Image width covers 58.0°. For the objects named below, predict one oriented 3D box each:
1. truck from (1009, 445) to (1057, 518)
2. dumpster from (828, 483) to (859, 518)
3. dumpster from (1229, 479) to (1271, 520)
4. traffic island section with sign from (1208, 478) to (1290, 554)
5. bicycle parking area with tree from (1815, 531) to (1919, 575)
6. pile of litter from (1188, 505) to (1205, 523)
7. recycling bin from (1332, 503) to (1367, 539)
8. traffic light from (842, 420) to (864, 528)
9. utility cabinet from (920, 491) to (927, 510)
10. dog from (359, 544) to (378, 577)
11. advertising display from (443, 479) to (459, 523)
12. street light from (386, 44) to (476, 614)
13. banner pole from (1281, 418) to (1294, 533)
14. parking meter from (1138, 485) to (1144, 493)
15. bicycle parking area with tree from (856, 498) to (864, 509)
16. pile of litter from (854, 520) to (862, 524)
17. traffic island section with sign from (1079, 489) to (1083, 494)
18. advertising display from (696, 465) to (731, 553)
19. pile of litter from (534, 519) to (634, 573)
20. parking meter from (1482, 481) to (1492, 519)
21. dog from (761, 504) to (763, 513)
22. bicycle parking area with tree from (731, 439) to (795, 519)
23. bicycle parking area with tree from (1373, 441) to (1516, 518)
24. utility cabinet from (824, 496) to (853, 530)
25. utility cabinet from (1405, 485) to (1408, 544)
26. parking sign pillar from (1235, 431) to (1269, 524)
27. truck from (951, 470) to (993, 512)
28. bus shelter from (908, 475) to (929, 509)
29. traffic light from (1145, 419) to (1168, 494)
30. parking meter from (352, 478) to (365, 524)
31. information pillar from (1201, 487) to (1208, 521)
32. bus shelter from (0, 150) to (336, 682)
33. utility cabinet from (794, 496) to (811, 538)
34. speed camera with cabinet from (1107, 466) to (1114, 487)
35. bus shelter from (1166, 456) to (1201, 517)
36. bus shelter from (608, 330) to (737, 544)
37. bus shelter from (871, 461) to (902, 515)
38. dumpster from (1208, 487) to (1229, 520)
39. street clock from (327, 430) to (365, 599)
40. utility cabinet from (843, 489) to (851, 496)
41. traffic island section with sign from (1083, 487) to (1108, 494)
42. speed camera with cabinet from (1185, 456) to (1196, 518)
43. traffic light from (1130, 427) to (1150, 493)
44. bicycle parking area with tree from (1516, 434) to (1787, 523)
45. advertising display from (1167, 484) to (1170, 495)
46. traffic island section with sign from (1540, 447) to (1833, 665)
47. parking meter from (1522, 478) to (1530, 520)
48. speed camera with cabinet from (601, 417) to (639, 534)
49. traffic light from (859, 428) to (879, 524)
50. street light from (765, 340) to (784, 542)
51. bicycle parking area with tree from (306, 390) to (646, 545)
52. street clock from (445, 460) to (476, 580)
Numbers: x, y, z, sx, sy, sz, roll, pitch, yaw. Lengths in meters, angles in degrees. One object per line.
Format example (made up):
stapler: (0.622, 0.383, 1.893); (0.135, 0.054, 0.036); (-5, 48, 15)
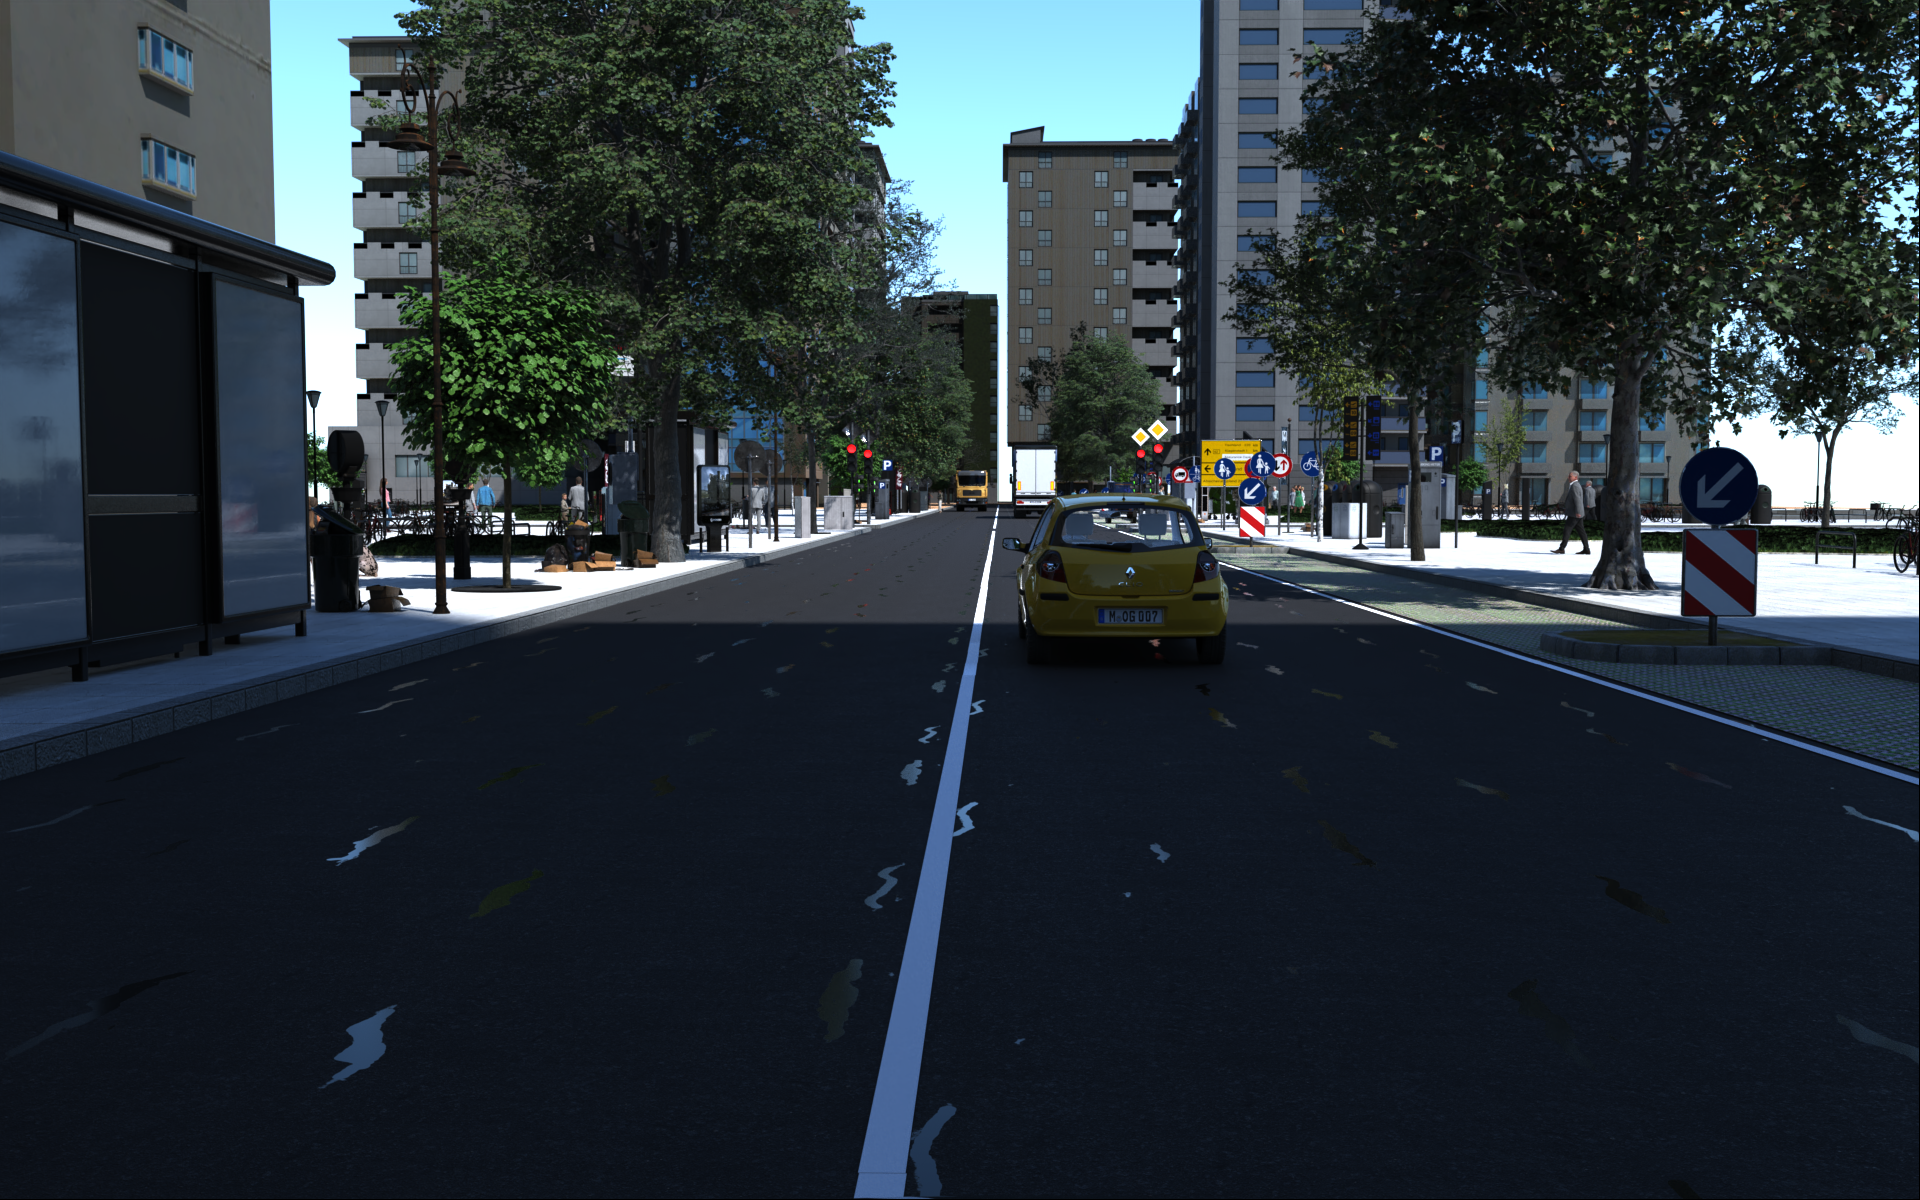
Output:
truck: (4.457, -7.099, 104.979); (2.839, 4.237, 11.283); (0, 4, 1)
dumpster: (-6.017, -5.319, 89.454); (1.502, 2.255, 1.985); (0, 4, 1)
dumpster: (13.017, -4.573, 77.266); (1.502, 2.255, 1.985); (0, 4, 1)
traffic island section with sign: (6.914, -2.060, 42.302); (1.989, 1.847, 2.006); (0, 4, 1)
bicycle parking area with tree: (18.735, -2.510, 28.041); (8.231, 4.147, 9.016); (1, 4, 20)
pile of litter: (10.338, -3.880, 77.407); (1.176, 0.858, 1.719); (0, 4, -4)
recycling bin: (11.124, -2.258, 49.476); (0.722, 1.027, 0.722); (-2, 4, -33)
traffic light: (-4.048, -4.680, 65.440); (0.839, 4.253, 0.868); (0, 4, 1)
utility cabinet: (-3.140, -7.681, 134.259); (1.173, 1.500, 0.318); (0, 4, -8)
dog: (-9.273, -0.765, 26.889); (0.800, 0.831, 0.513); (3, 5, 42)
advertising display: (-22.279, -4.307, 75.634); (0.974, 1.923, 0.123); (0, 4, -3)
street light: (-5.570, -2.791, 18.424); (0.468, 5.910, 1.993); (0, 4, 1)
banner pole: (10.717, -4.092, 56.927); (0.401, 3.779, 0.863); (2, 4, 35)
parking meter: (12.018, -6.705, 115.338); (0.399, 1.863, 0.255); (-3, 5, -41)
bicycle parking area with tree: (-12.128, -9.648, 144.744); (8.231, 4.147, 9.016); (1, 4, 15)
pile of litter: (-4.951, -3.741, 75.124); (1.176, 0.858, 1.719); (-2, 4, -28)
traffic island section with sign: (8.876, -7.172, 125.898); (1.989, 1.847, 2.006); (0, 4, 1)
advertising display: (-5.437, -2.021, 38.259); (0.123, 1.923, 0.974); (2, 4, 35)
pile of litter: (-6.257, -0.915, 28.924); (1.719, 0.858, 1.176); (-1, 4, -18)
parking meter: (22.845, -4.245, 75.109); (0.399, 1.863, 0.255); (0, 4, -2)
dog: (-12.907, -6.152, 114.959); (0.800, 0.831, 0.513); (-1, 4, -13)
bicycle parking area with tree: (-13.935, -6.320, 90.336); (8.231, 4.147, 9.016); (1, 4, 19)
bicycle parking area with tree: (28.462, -6.668, 96.021); (8.231, 4.147, 9.016); (-2, 4, -25)
utility cabinet: (-4.389, -3.136, 62.437); (1.020, 1.237, 0.306); (0, 4, -1)
utility cabinet: (11.583, -2.171, 44.176); (0.318, 1.500, 1.173); (1, 4, 21)
parking sign pillar: (12.429, -5.204, 73.562); (1.447, 3.967, 1.447); (-3, 4, -36)
truck: (0.956, -9.068, 144.186); (3.469, 3.379, 9.791); (0, 4, 0)
bus shelter: (-3.187, -9.190, 141.536); (1.731, 3.624, 6.357); (0, 4, 1)
traffic light: (7.410, -4.665, 65.190); (0.839, 4.253, 0.868); (0, 4, 1)
parking meter: (-21.977, -3.524, 63.323); (0.399, 1.863, 0.255); (1, 4, 15)
information pillar: (11.636, -4.762, 82.349); (0.304, 2.012, 0.304); (0, 4, 4)
bus shelter: (-6.796, -2.057, 11.264); (2.179, 5.291, 8.768); (0, 4, 1)
utility cabinet: (-4.596, -2.415, 50.644); (0.306, 1.237, 1.020); (-1, 4, -16)
speed camera with cabinet: (11.156, -7.842, 122.555); (0.660, 3.252, 2.038); (-2, 4, -26)
bus shelter: (12.543, -6.169, 94.787); (2.014, 3.302, 5.546); (0, 4, 1)
bus shelter: (-7.562, -4.125, 45.079); (2.179, 5.291, 8.768); (0, 4, 2)
bus shelter: (-4.872, -8.215, 111.948); (2.179, 5.291, 8.768); (0, 4, 2)
dumpster: (13.077, -5.141, 86.544); (1.502, 2.255, 1.985); (0, 4, 1)
street clock: (-6.973, -0.926, 19.706); (0.471, 2.002, 0.358); (3, 5, 45)
utility cabinet: (-4.701, -3.937, 73.052); (0.318, 1.500, 1.173); (0, 4, 1)
traffic island section with sign: (8.232, -5.512, 98.756); (1.989, 1.847, 2.006); (0, 4, 1)
speed camera with cabinet: (12.097, -5.901, 90.815); (0.660, 3.252, 2.038); (1, 4, 11)
traffic light: (7.597, -5.153, 73.172); (0.839, 4.253, 0.868); (0, 4, 1)
bicycle parking area with tree: (32.556, -5.757, 81.124); (9.016, 4.147, 8.231); (-1, 4, -17)
advertising display: (13.123, -6.147, 105.723); (0.974, 1.923, 0.123); (0, 4, 1)
traffic island section with sign: (6.295, -0.411, 15.354); (1.989, 1.847, 2.006); (0, 4, 1)
parking meter: (20.443, -3.477, 62.561); (0.255, 1.863, 0.399); (1, 4, 22)
speed camera with cabinet: (-7.686, -2.732, 39.004); (0.660, 3.252, 2.038); (-1, 4, -18)
traffic light: (-3.862, -5.168, 73.423); (0.839, 4.253, 0.868); (0, 4, 1)
street light: (-4.963, -4.517, 46.633); (0.468, 5.910, 1.993); (0, 4, 1)
bicycle parking area with tree: (-13.380, -3.358, 41.909); (8.231, 4.147, 9.016); (1, 4, 17)
street clock: (-7.493, -1.312, 26.019); (0.471, 2.002, 0.358); (1, 4, 15)
